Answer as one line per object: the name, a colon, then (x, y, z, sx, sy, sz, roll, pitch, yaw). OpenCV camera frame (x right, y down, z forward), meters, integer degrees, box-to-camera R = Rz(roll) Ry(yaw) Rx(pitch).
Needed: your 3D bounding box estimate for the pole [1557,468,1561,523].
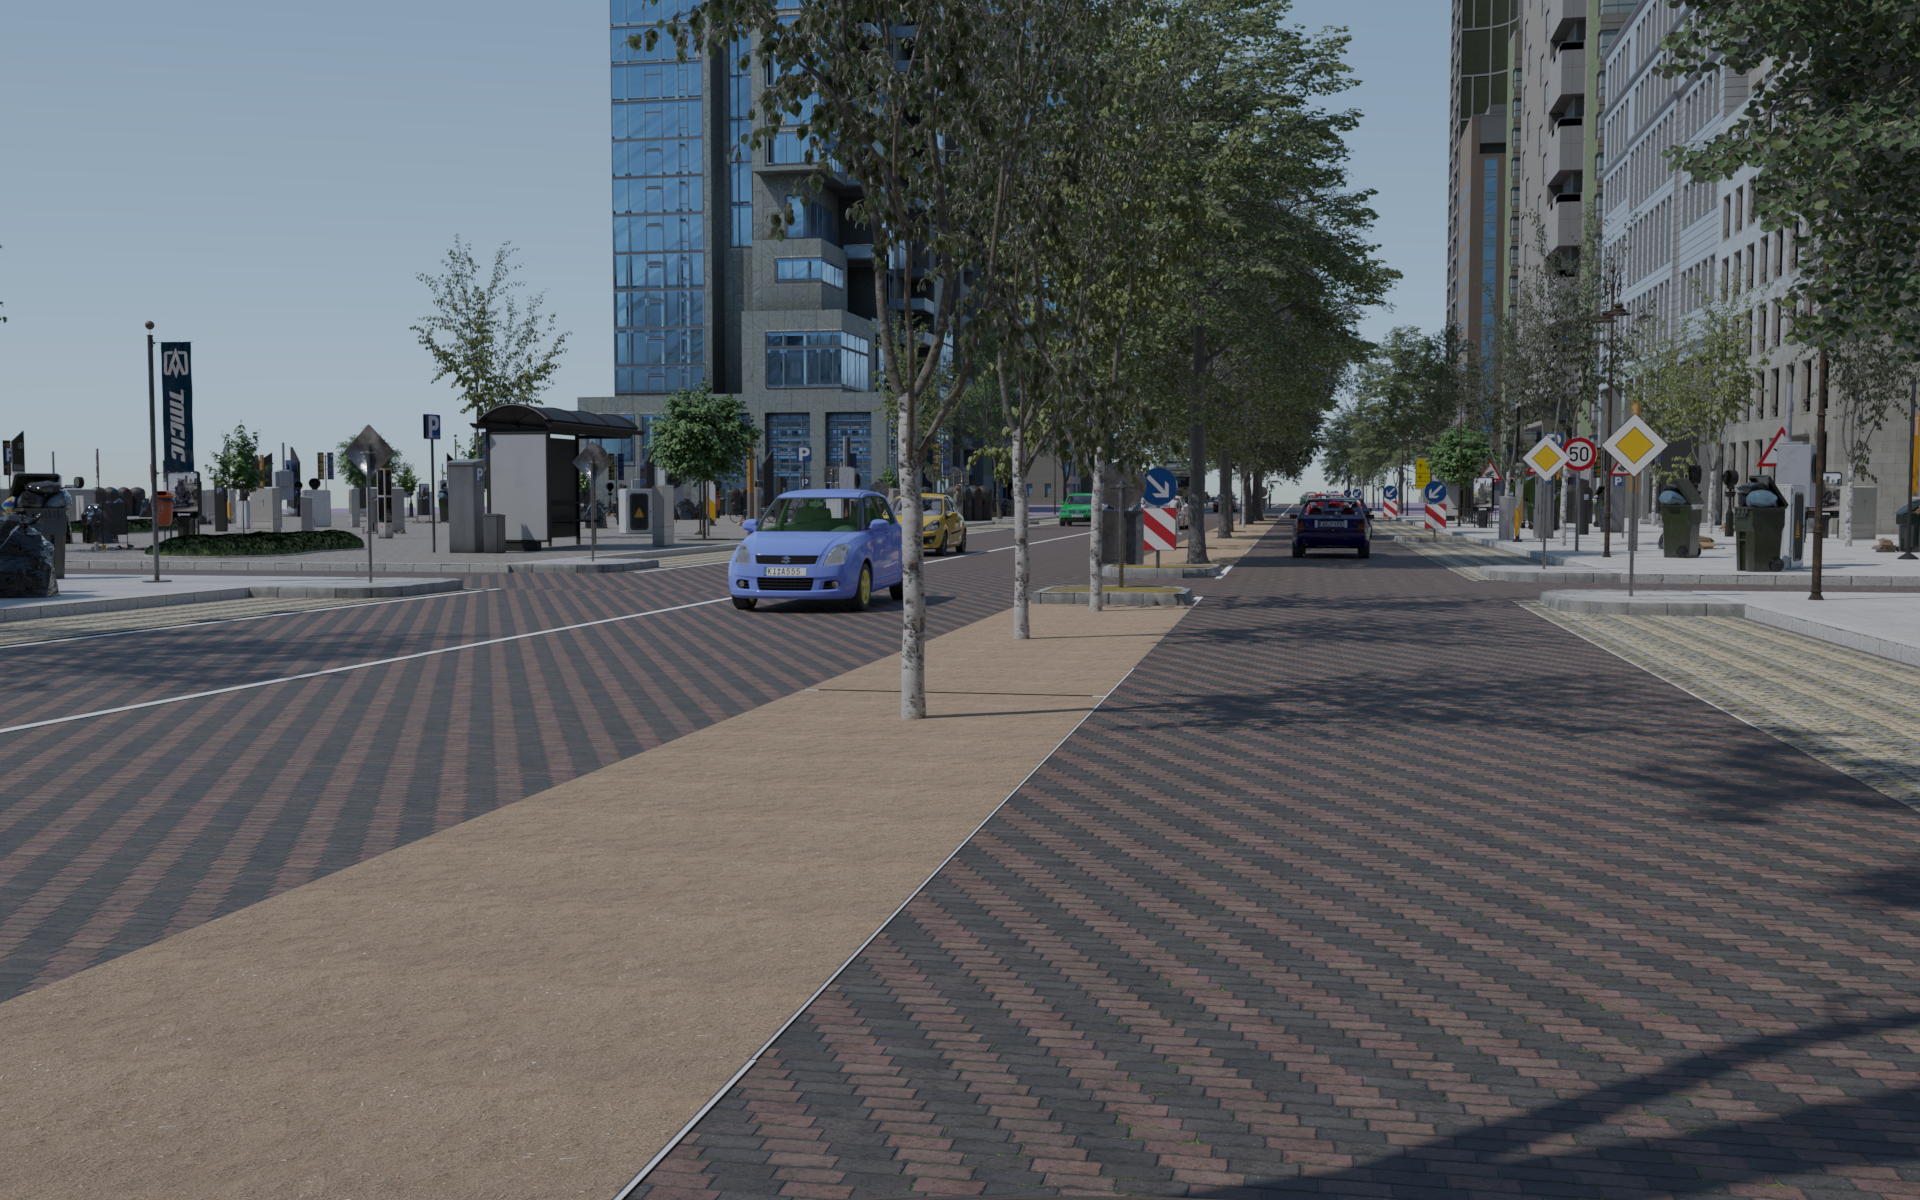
pole: (24.392, -4.692, 70.549, 0.158, 3.312, 0.155, 0, 3, 0)

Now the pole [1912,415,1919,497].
pole: (24.716, -3.117, 44.811, 0.158, 3.312, 0.155, 0, 3, 0)

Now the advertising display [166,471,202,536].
advertising display: (-21.673, -2.640, 48.374, 0.974, 1.923, 0.123, 1, 4, 9)

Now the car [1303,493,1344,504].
car: (16.269, -4.126, 76.499, 2.155, 1.783, 4.494, 1, 4, 10)

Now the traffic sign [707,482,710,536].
traffic sign: (-7.649, -3.210, 52.586, 0.768, 2.556, 0.104, 1, 4, 16)

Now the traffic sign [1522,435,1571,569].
traffic sign: (9.948, -1.578, 29.449, 0.795, 2.450, 0.064, 1, 4, 11)

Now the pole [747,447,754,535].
pole: (-6.497, -3.662, 53.725, 0.158, 3.312, 0.155, 0, 3, 0)

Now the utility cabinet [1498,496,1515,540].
utility cabinet: (15.542, -2.327, 49.203, 0.306, 1.237, 1.020, 2, 4, 26)

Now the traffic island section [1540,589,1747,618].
traffic island section: (8.420, 0.036, 21.689, 2.009, 0.180, 2.903, 1, 4, 11)

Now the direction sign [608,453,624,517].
direction sign: (-19.156, -6.395, 96.552, 0.876, 3.537, 0.379, -2, 4, -25)

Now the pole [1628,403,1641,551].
pole: (15.102, -2.748, 38.780, 0.158, 3.312, 0.155, 0, 3, 0)

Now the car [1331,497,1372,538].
car: (12.865, -2.788, 58.161, 1.945, 1.354, 3.894, 1, 4, 9)

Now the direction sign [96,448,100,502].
direction sign: (-42.857, -5.759, 86.160, 0.379, 3.537, 0.876, -2, 4, -30)

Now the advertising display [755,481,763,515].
advertising display: (-9.973, -4.940, 85.983, 0.123, 1.923, 0.974, 1, 4, 11)

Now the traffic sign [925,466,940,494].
traffic sign: (-1.166, -4.666, 76.388, 0.768, 2.556, 0.104, 1, 4, 14)

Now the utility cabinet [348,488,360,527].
utility cabinet: (-23.424, -3.563, 66.936, 0.318, 1.500, 1.173, -2, 4, -25)

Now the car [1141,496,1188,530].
car: (8.423, -3.596, 71.158, 2.083, 1.381, 4.827, 1, 4, 12)

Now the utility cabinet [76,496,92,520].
utility cabinet: (-32.723, -3.276, 64.722, 0.306, 1.237, 1.020, -3, 5, -41)

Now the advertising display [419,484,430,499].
advertising display: (-32.847, -6.176, 106.193, 0.123, 1.923, 0.974, 1, 4, 16)

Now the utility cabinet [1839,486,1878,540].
utility cabinet: (24.929, -2.408, 48.054, 1.173, 1.500, 0.318, -2, 4, -27)

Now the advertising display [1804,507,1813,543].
advertising display: (21.934, -2.462, 45.475, 0.974, 1.923, 0.123, -2, 4, -29)

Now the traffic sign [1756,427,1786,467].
traffic sign: (15.887, -2.052, 33.559, 0.884, 2.594, 0.081, 1, 4, 14)

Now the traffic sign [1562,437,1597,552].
traffic sign: (13.787, -2.357, 38.635, 0.768, 2.556, 0.104, 1, 4, 18)

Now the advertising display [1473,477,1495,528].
advertising display: (19.697, -3.668, 65.180, 0.123, 1.923, 0.974, -2, 4, -29)

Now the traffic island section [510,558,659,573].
traffic island section: (-6.988, -0.648, 32.877, 2.009, 0.180, 2.903, 1, 4, 11)

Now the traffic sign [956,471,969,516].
traffic sign: (0.093, -4.615, 77.586, 0.606, 2.300, 0.079, 1, 4, 19)

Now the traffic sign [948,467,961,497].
traffic sign: (-0.271, -4.910, 80.380, 0.768, 2.556, 0.104, 1, 4, 19)

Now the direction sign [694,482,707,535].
direction sign: (-8.183, -3.822, 54.494, 0.379, 3.537, 0.876, -2, 4, -29)

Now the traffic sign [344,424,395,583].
traffic sign: (-8.517, -1.305, 24.978, 0.795, 2.450, 0.064, 1, 4, 11)

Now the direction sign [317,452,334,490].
direction sign: (-34.347, -6.229, 93.834, 0.876, 3.537, 0.379, 0, 4, 2)

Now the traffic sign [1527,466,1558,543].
traffic sign: (15.396, -2.801, 45.806, 0.884, 2.594, 0.081, 1, 4, 12)

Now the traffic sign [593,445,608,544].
traffic sign: (-9.373, -2.709, 44.401, 0.768, 2.556, 0.104, 1, 4, 15)

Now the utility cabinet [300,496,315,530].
utility cabinet: (-17.180, -2.109, 45.645, 0.306, 1.237, 1.020, -1, 4, -17)

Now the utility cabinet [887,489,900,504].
utility cabinet: (-2.759, -3.886, 72.220, 0.318, 1.500, 1.173, 1, 4, 13)

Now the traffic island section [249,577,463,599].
traffic island section: (-8.541, -0.169, 25.044, 2.009, 0.180, 2.903, 1, 4, 11)

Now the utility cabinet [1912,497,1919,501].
utility cabinet: (22.074, -1.709, 39.100, 1.020, 1.237, 0.306, 3, 5, 45)

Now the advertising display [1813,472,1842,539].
advertising display: (24.955, -2.746, 50.114, 0.974, 1.923, 0.123, 2, 4, 25)

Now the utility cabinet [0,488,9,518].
utility cabinet: (-36.134, -3.488, 65.703, 1.173, 1.500, 0.318, -3, 5, -41)

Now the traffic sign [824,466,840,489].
traffic sign: (-4.737, -3.791, 64.118, 0.606, 2.300, 0.079, 1, 4, 14)

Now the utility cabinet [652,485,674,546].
utility cabinet: (-7.327, -2.079, 42.672, 0.318, 1.500, 1.173, 0, 4, 2)

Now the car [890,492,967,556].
car: (-0.950, -1.898, 41.250, 2.015, 1.641, 3.980, 1, 4, 10)

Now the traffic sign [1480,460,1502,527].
traffic sign: (20.315, -4.062, 66.411, 0.884, 2.594, 0.081, 1, 4, 20)

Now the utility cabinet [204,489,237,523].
utility cabinet: (-32.500, -4.132, 76.232, 1.173, 1.500, 0.318, -1, 4, -10)

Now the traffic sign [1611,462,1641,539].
traffic sign: (19.136, -3.054, 49.931, 0.884, 2.594, 0.081, 1, 4, 13)

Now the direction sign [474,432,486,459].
direction sign: (-17.468, -4.352, 63.154, 0.379, 3.537, 0.876, -3, 5, -43)

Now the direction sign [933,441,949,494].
direction sign: (-0.811, -5.025, 74.149, 0.876, 3.537, 0.379, 3, 4, 37)

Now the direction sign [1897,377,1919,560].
direction sign: (18.618, -2.563, 33.902, 0.379, 3.537, 0.876, 2, 4, 26)

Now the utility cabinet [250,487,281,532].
utility cabinet: (-22.096, -2.837, 55.056, 1.173, 1.500, 0.318, 2, 4, 33)

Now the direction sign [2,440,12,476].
direction sign: (-39.923, -4.957, 73.050, 0.379, 3.537, 0.876, 2, 4, 25)

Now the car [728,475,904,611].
car: (-1.762, -0.788, 22.472, 1.945, 1.707, 3.694, 1, 4, 10)

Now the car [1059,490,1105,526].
car: (5.559, -4.262, 78.478, 1.959, 1.807, 4.718, 1, 4, 10)

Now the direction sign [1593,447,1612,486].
direction sign: (31.015, -5.606, 83.655, 0.876, 3.537, 0.379, 0, 4, -6)

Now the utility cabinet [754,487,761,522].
utility cabinet: (-6.520, -2.841, 55.132, 0.318, 1.500, 1.173, 0, 3, 0)

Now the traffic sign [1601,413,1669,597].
traffic sign: (8.395, -1.099, 21.616, 0.795, 2.450, 0.064, 1, 4, 11)

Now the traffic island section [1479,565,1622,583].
traffic island section: (9.973, -0.443, 29.522, 2.009, 0.180, 2.903, 1, 4, 11)

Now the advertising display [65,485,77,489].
advertising display: (-61.514, -7.024, 120.054, 0.123, 1.923, 0.974, 3, 5, 40)

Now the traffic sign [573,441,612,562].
traffic sign: (-6.964, -1.784, 32.811, 0.795, 2.450, 0.064, 1, 4, 11)

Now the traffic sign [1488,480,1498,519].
traffic sign: (25.554, -5.119, 83.702, 0.884, 2.594, 0.081, 1, 4, 20)

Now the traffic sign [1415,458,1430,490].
traffic sign: (26.638, -6.302, 96.905, 2.265, 3.308, 0.079, 1, 4, 14)

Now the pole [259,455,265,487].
pole: (-36.108, -5.859, 89.644, 0.158, 3.312, 0.155, 0, 3, 0)
